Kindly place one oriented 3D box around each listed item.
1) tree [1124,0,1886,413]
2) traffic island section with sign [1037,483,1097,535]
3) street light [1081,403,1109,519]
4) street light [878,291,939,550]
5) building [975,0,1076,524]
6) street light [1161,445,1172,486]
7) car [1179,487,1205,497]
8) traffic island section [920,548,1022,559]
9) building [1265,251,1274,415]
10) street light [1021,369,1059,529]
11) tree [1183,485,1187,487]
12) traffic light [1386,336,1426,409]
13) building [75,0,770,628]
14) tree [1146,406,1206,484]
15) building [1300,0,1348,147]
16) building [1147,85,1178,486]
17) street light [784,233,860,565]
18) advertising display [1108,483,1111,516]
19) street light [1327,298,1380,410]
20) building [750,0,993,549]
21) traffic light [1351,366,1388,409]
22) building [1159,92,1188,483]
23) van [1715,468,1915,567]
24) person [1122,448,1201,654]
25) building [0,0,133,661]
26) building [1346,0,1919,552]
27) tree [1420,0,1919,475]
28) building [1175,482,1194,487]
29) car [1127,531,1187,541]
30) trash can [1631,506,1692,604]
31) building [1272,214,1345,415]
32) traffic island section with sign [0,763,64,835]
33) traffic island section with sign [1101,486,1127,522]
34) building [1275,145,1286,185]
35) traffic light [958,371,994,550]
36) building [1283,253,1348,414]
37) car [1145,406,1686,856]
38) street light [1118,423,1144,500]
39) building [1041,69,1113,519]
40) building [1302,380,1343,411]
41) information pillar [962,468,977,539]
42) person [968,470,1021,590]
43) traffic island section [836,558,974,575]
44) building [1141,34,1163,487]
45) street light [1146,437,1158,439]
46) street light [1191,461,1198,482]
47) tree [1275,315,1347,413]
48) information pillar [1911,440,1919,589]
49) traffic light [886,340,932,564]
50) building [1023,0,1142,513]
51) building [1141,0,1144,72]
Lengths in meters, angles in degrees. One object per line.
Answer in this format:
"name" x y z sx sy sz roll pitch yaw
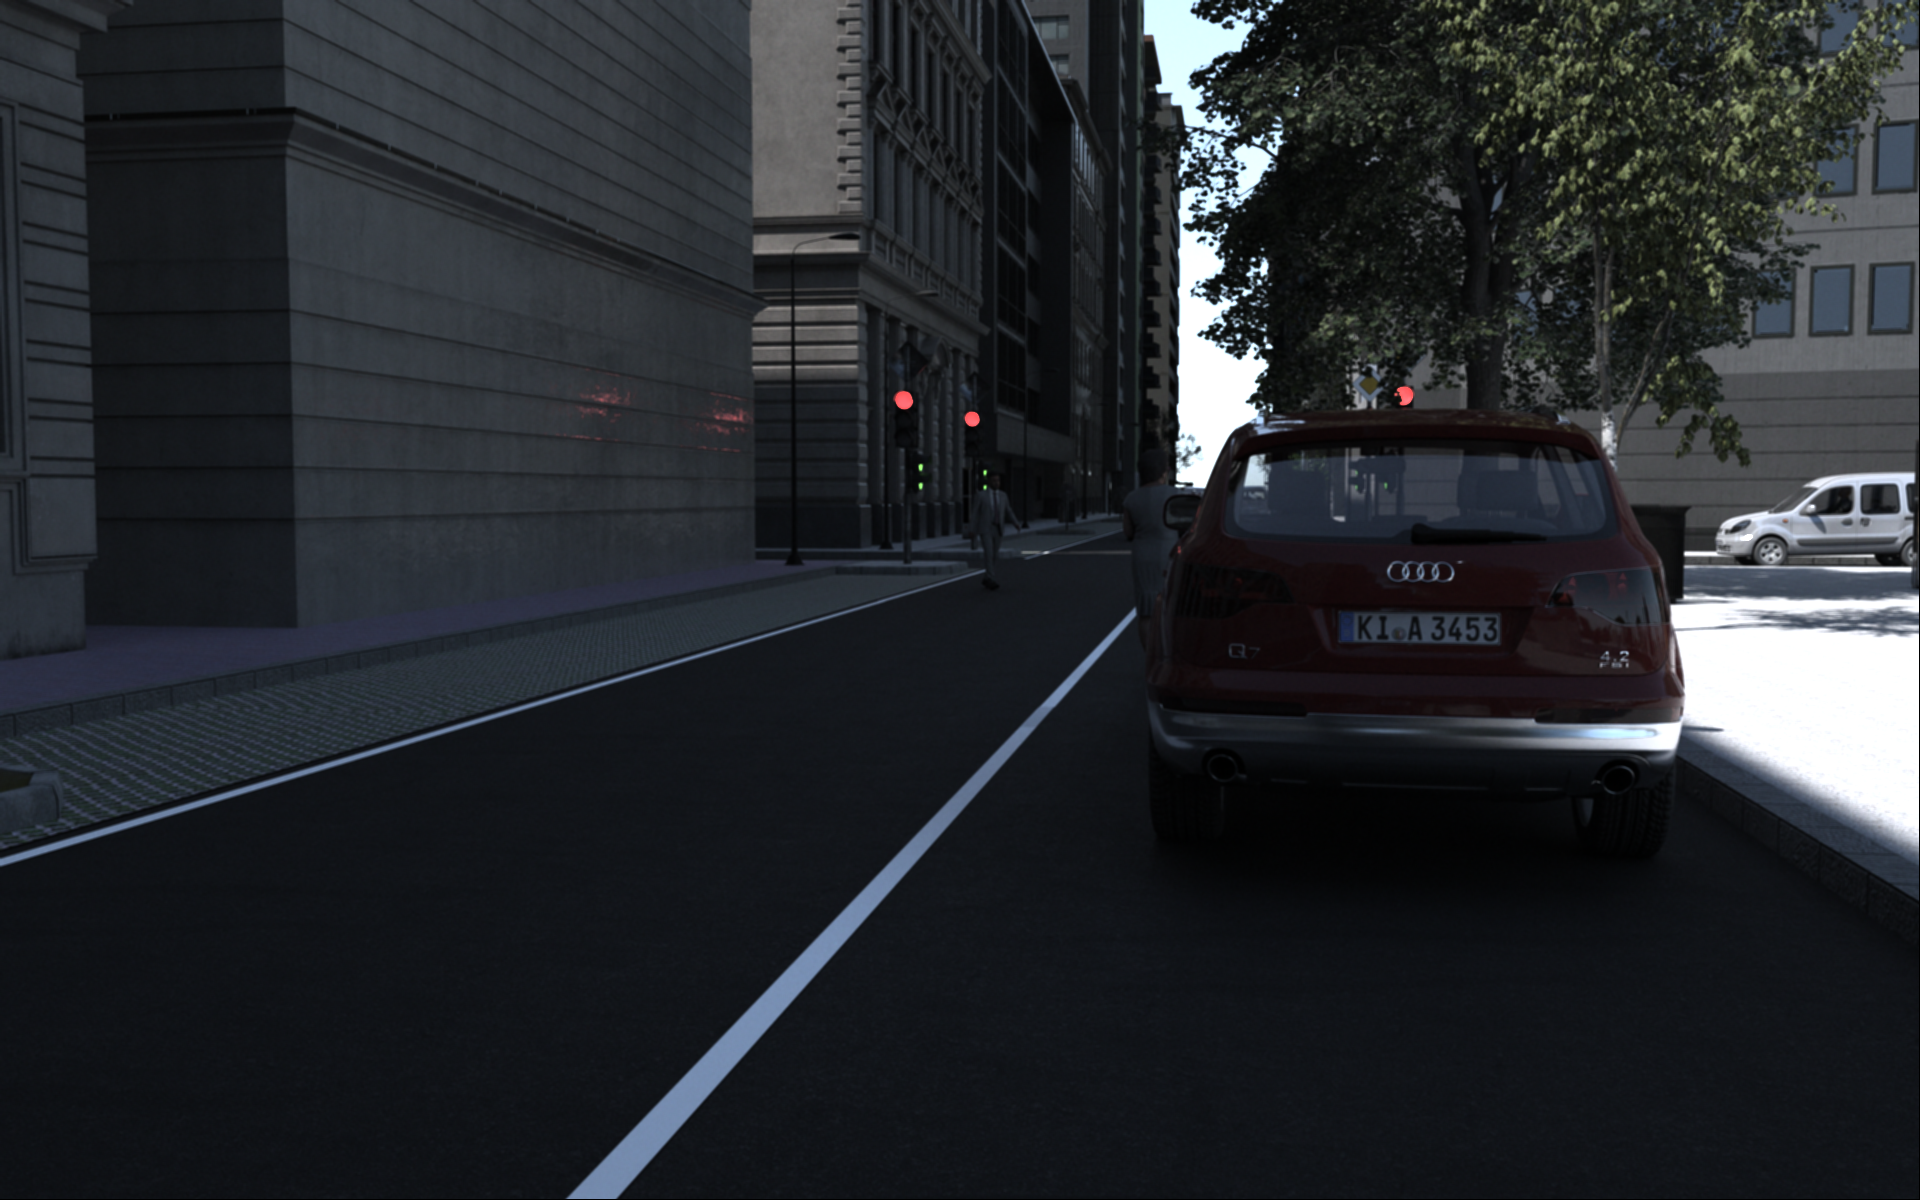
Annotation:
"tree" 7.091 -7.110 22.896 9.857 13.997 8.962 0 3 0
"traffic island section with sign" 3.805 -3.207 61.063 1.989 1.847 2.006 1 4 9
"street light" 6.904 -7.091 88.481 1.470 5.913 1.316 1 4 9
"street light" -1.173 -4.115 39.823 1.470 5.913 1.316 1 4 9
"building" -3.479 -15.657 75.055 14.314 24.678 30.058 1 4 9
"street light" 19.303 -11.731 164.340 1.470 5.913 1.316 1 4 9
"car" 11.779 -4.872 88.326 2.281 1.827 5.304 1 4 9
"traffic island section" 0.305 -1.067 39.724 2.009 0.180 2.903 1 4 9
"building" 55.705 -36.550 252.220 22.147 44.769 28.867 1 4 9
"street light" 2.965 -5.616 64.364 1.470 5.913 1.316 1 4 9
"tree" 35.639 -16.975 272.139 1.663 3.219 1.824 0 3 0
"traffic light" 7.701 -2.531 30.307 0.839 4.253 0.868 1 4 9
"building" -26.217 -15.319 26.875 44.131 29.872 17.030 1 4 9
"tree" 21.782 -15.174 182.503 8.767 10.594 7.601 1 4 13
"building" 42.461 -45.017 174.277 20.563 71.187 20.611 1 4 9
"building" 14.985 -35.784 208.769 21.300 48.544 21.600 1 4 9
"street light" -2.459 -3.577 31.021 1.470 5.913 1.316 1 4 9
"advertising display" 8.662 -5.815 100.289 0.123 1.923 0.974 0 4 8
"street light" 9.158 -4.144 40.288 1.470 5.913 1.316 1 4 9
"building" -5.560 -13.508 49.739 11.050 23.489 19.941 1 4 9
"traffic light" 8.992 -3.013 38.188 0.839 4.253 0.868 1 4 9
"building" 15.787 -39.418 233.721 28.713 52.752 27.495 1 4 9
"van" 16.984 -1.637 33.769 4.112 2.044 2.013 1 4 10
"person" 1.626 -0.274 13.342 0.716 1.782 0.532 1 4 21
"building" -13.670 -10.315 4.809 11.583 22.565 21.152 1 4 9
"building" 25.315 -30.770 45.081 28.212 58.520 21.231 1 4 9
"tree" 6.123 -3.986 15.526 4.737 8.622 4.395 0 3 0
"building" 18.809 -34.726 259.647 32.217 40.220 23.993 1 4 9
"car" 6.270 -2.617 54.582 2.131 1.459 4.920 1 4 9
"trash can" 8.175 -0.531 20.330 0.748 1.137 0.748 0 3 0
"building" 35.825 -23.691 159.046 14.160 30.474 14.107 1 4 9
"traffic island section with sign" -5.004 0.084 7.247 1.989 1.847 2.006 1 4 9
"traffic island section with sign" 8.228 -4.856 88.028 1.989 1.847 2.006 1 4 9
"building" 52.065 -36.910 227.178 21.300 48.544 21.600 1 4 9
"traffic light" 0.343 -3.099 39.583 0.839 4.253 0.868 1 4 9
"building" 39.939 -17.851 136.900 27.650 21.520 28.899 1 4 9
"car" 2.091 0.009 8.532 2.281 1.827 5.304 1 4 11
"street light" 11.337 -8.751 115.616 1.470 5.913 1.316 1 4 9
"building" 1.844 -18.638 102.000 12.463 27.353 25.104 1 4 9
"building" 29.964 -47.508 89.423 22.319 86.520 31.000 1 4 9
"information pillar" 0.272 -2.732 49.156 0.304 2.012 0.304 -3 5 -45
"person" 0.485 -1.059 26.086 0.678 1.792 0.850 -2 4 -24
"traffic island section" -0.986 -0.585 31.844 2.009 0.180 2.903 1 4 9
"building" 7.773 -31.227 165.189 22.147 44.769 28.867 1 4 9
"street light" 15.322 -10.272 140.480 1.470 5.913 1.316 1 4 9
"street light" 32.550 -16.685 245.338 1.470 5.913 1.316 1 4 9
"tree" 14.892 -7.291 69.570 4.360 8.622 3.978 0 3 0
"information pillar" 13.079 -1.156 23.390 0.304 2.012 0.304 1 4 17
"traffic light" -0.948 -2.617 31.703 0.839 4.253 0.868 1 4 9
"building" 5.247 -26.792 121.641 14.154 41.232 14.086 1 4 9
"building" 3.512 -31.584 140.102 21.300 48.544 21.600 1 4 9
